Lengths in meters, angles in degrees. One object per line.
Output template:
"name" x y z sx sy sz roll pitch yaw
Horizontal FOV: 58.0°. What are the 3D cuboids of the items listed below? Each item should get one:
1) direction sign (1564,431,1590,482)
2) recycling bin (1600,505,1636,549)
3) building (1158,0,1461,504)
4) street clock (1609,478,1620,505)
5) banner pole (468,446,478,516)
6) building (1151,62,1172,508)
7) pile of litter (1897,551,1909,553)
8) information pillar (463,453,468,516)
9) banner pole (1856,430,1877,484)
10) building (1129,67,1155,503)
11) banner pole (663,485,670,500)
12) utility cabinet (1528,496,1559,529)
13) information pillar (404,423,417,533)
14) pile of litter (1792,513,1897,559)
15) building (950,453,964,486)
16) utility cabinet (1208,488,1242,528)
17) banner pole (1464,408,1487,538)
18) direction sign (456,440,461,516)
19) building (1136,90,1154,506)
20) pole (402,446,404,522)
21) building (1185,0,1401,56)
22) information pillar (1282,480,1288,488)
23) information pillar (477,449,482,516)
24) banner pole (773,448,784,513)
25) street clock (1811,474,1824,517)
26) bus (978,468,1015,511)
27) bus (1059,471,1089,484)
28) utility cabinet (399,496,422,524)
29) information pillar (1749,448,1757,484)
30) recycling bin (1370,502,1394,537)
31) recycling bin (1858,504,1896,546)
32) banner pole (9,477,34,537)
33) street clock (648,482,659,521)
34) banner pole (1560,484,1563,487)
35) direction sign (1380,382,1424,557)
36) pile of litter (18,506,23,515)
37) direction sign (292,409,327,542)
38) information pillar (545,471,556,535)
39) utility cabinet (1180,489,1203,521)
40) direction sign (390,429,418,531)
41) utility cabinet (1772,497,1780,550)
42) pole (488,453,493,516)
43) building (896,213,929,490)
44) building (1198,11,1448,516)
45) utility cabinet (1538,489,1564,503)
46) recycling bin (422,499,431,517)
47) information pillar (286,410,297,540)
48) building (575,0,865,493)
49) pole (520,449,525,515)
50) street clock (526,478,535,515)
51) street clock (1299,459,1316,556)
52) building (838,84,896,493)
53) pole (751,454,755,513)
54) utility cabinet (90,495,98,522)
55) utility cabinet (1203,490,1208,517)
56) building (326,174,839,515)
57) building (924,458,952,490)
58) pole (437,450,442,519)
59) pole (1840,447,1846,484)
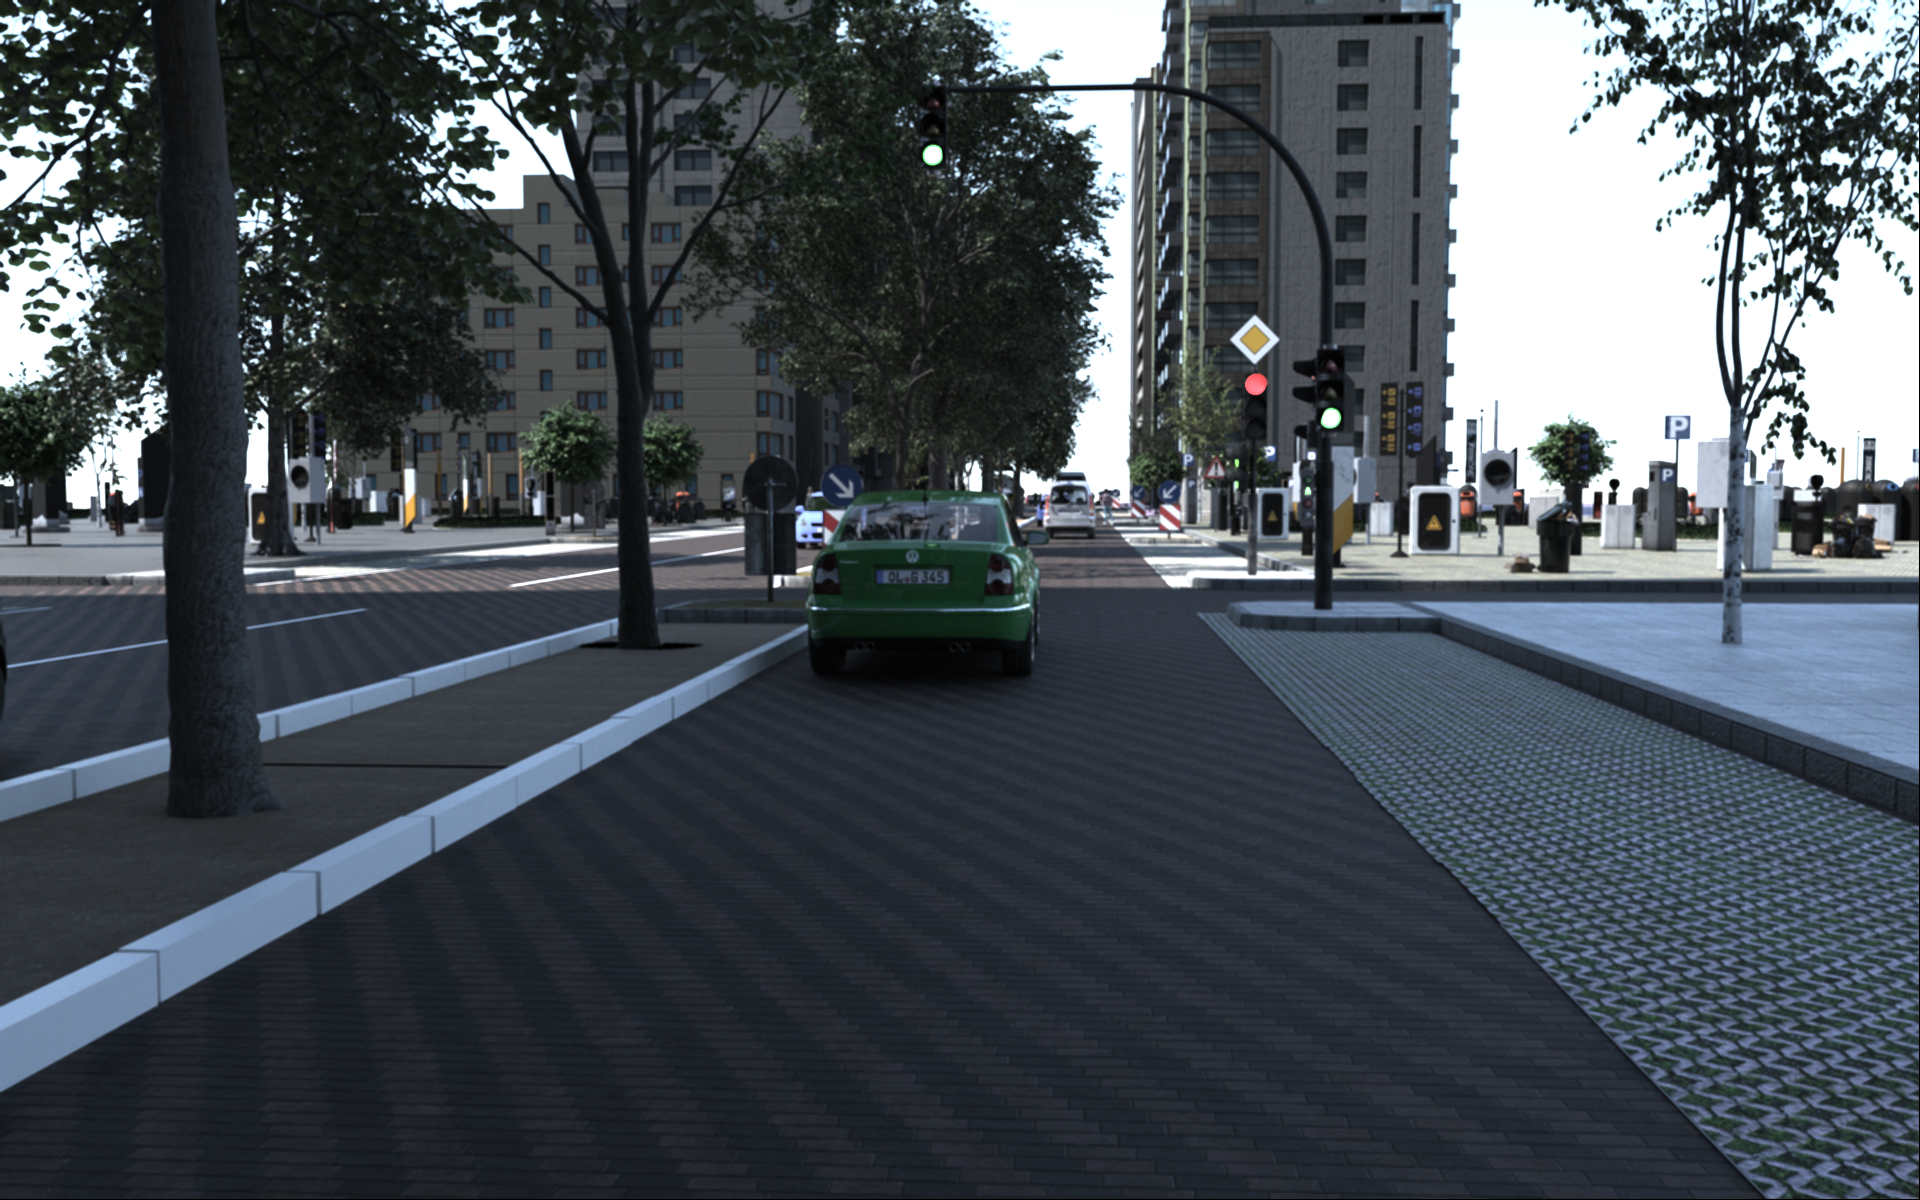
"direction sign" 22.012 -4.273 61.861 0.876 3.537 0.379 0 3 0
"recycling bin" 15.464 -1.722 40.706 0.722 1.027 0.722 1 4 17
"building" 28.163 -32.113 144.655 23.786 49.044 30.456 0 4 4
"street clock" 30.133 -4.600 79.782 0.358 2.002 0.471 -2 4 -30
"banner pole" -25.578 -6.175 90.985 0.401 3.779 0.863 2 4 35
"building" 25.591 -29.588 167.358 14.154 41.232 14.086 0 4 4
"pile of litter" 20.023 -1.482 38.192 1.719 0.858 1.176 2 4 33
"information pillar" -28.230 -6.578 98.909 0.183 3.616 0.504 -3 4 -37
"banner pole" 35.220 -4.738 67.491 0.863 3.779 0.401 1 4 21
"building" 34.615 -43.024 245.445 21.231 58.520 28.212 0 4 4
"banner pole" -15.072 -6.060 89.100 0.401 3.779 0.863 1 4 20
"utility cabinet" 21.398 -3.201 63.506 1.020 1.237 0.306 2 4 30
"information pillar" -18.069 -4.009 56.909 0.504 3.616 0.183 2 4 32
"pile of litter" 17.745 -1.281 34.902 1.719 0.858 1.176 3 4 38
"building" -6.857 -29.602 255.689 14.160 30.474 14.107 0 4 4
"utility cabinet" 9.997 -3.440 64.925 1.173 1.500 0.318 3 4 38
"banner pole" 15.036 -3.703 50.564 0.863 3.779 0.401 -2 4 -28
"direction sign" -21.162 -4.962 73.121 0.379 3.537 0.876 -2 4 -25
"building" 31.196 -35.059 196.921 21.300 48.544 21.600 0 4 4
"pole" -23.116 -4.793 72.204 0.158 3.312 0.155 0 3 0
"building" 22.795 -26.839 122.406 14.154 41.232 14.086 0 4 4
"information pillar" 16.563 -5.122 88.243 0.304 2.012 0.304 0 4 1
"information pillar" -25.068 -6.057 90.382 0.183 3.616 0.504 0 4 2
"banner pole" -9.772 -6.352 93.874 0.863 3.779 0.401 2 4 26
"street clock" 31.343 -3.596 63.360 0.358 2.002 0.471 -1 4 -8
"bus" 3.061 -8.839 136.059 2.896 3.916 12.252 0 4 2
"bus" 9.451 -9.284 146.654 2.948 3.499 13.247 0 4 4
"utility cabinet" -23.582 -3.865 74.359 0.306 1.237 1.020 2 4 31
"information pillar" 40.751 -5.975 89.049 0.504 3.616 0.183 -2 4 -27
"recycling bin" 12.713 -2.435 52.371 0.722 1.027 0.722 1 4 20
"recycling bin" 22.837 -1.873 43.173 0.722 1.027 0.722 1 4 17
"banner pole" -27.914 -3.762 51.534 0.401 3.779 0.863 2 4 24
"street clock" -14.718 -4.813 83.270 0.471 2.002 0.358 1 4 11
"banner pole" 25.097 -4.981 71.454 0.401 3.779 0.863 -2 4 -32
"direction sign" 8.948 -2.640 35.157 0.876 3.537 0.379 2 4 34
"pile of litter" -42.171 -3.903 77.782 1.719 0.858 1.176 3 4 38
"direction sign" -17.480 -3.338 46.579 0.876 3.537 0.379 -3 4 -36
"information pillar" -12.805 -3.035 54.118 0.304 2.012 0.304 -1 4 -14
"utility cabinet" 11.007 -4.546 83.003 0.318 1.500 1.173 -2 4 -33
"direction sign" -19.234 -4.157 59.967 0.876 3.537 0.379 -1 4 -19
"utility cabinet" 18.731 -1.773 40.147 0.306 1.237 1.020 3 4 36
"pole" -23.433 -5.667 86.506 0.158 3.312 0.155 0 3 0
"building" -14.613 -33.603 204.039 22.147 44.769 28.867 0 4 4
"building" 21.939 -20.590 108.346 14.160 30.474 14.107 0 4 4
"utility cabinet" 25.844 -4.093 75.598 0.318 1.500 1.173 -3 5 -44
"recycling bin" -29.996 -5.142 96.632 0.722 1.027 0.722 1 4 10
"information pillar" -18.769 -3.502 48.615 0.183 3.616 0.504 0 4 -4
"building" -18.676 -43.065 142.364 20.563 71.187 20.611 0 4 4
"pole" -19.871 -5.186 78.633 0.158 3.312 0.155 0 3 0
"street clock" -19.929 -4.638 80.400 0.358 2.002 0.471 -3 5 -44
"street clock" 7.254 -1.929 36.107 0.358 2.002 0.471 2 4 33
"building" -13.563 -29.214 161.244 14.154 41.232 14.086 0 4 4
"pole" -10.470 -5.736 87.621 0.158 3.312 0.155 0 3 0
"utility cabinet" -40.708 -4.297 81.425 0.306 1.237 1.020 -2 4 -24
"utility cabinet" 13.572 -5.351 96.160 1.173 1.500 0.318 3 5 44
"building" -24.075 -16.766 119.167 27.650 21.520 28.899 0 4 4
"building" -15.972 -23.817 234.448 27.650 21.520 28.899 0 4 4
"pole" -24.090 -5.280 80.164 0.158 3.312 0.155 0 3 0
"pole" 37.993 -4.940 74.609 0.158 3.312 0.155 0 3 0
